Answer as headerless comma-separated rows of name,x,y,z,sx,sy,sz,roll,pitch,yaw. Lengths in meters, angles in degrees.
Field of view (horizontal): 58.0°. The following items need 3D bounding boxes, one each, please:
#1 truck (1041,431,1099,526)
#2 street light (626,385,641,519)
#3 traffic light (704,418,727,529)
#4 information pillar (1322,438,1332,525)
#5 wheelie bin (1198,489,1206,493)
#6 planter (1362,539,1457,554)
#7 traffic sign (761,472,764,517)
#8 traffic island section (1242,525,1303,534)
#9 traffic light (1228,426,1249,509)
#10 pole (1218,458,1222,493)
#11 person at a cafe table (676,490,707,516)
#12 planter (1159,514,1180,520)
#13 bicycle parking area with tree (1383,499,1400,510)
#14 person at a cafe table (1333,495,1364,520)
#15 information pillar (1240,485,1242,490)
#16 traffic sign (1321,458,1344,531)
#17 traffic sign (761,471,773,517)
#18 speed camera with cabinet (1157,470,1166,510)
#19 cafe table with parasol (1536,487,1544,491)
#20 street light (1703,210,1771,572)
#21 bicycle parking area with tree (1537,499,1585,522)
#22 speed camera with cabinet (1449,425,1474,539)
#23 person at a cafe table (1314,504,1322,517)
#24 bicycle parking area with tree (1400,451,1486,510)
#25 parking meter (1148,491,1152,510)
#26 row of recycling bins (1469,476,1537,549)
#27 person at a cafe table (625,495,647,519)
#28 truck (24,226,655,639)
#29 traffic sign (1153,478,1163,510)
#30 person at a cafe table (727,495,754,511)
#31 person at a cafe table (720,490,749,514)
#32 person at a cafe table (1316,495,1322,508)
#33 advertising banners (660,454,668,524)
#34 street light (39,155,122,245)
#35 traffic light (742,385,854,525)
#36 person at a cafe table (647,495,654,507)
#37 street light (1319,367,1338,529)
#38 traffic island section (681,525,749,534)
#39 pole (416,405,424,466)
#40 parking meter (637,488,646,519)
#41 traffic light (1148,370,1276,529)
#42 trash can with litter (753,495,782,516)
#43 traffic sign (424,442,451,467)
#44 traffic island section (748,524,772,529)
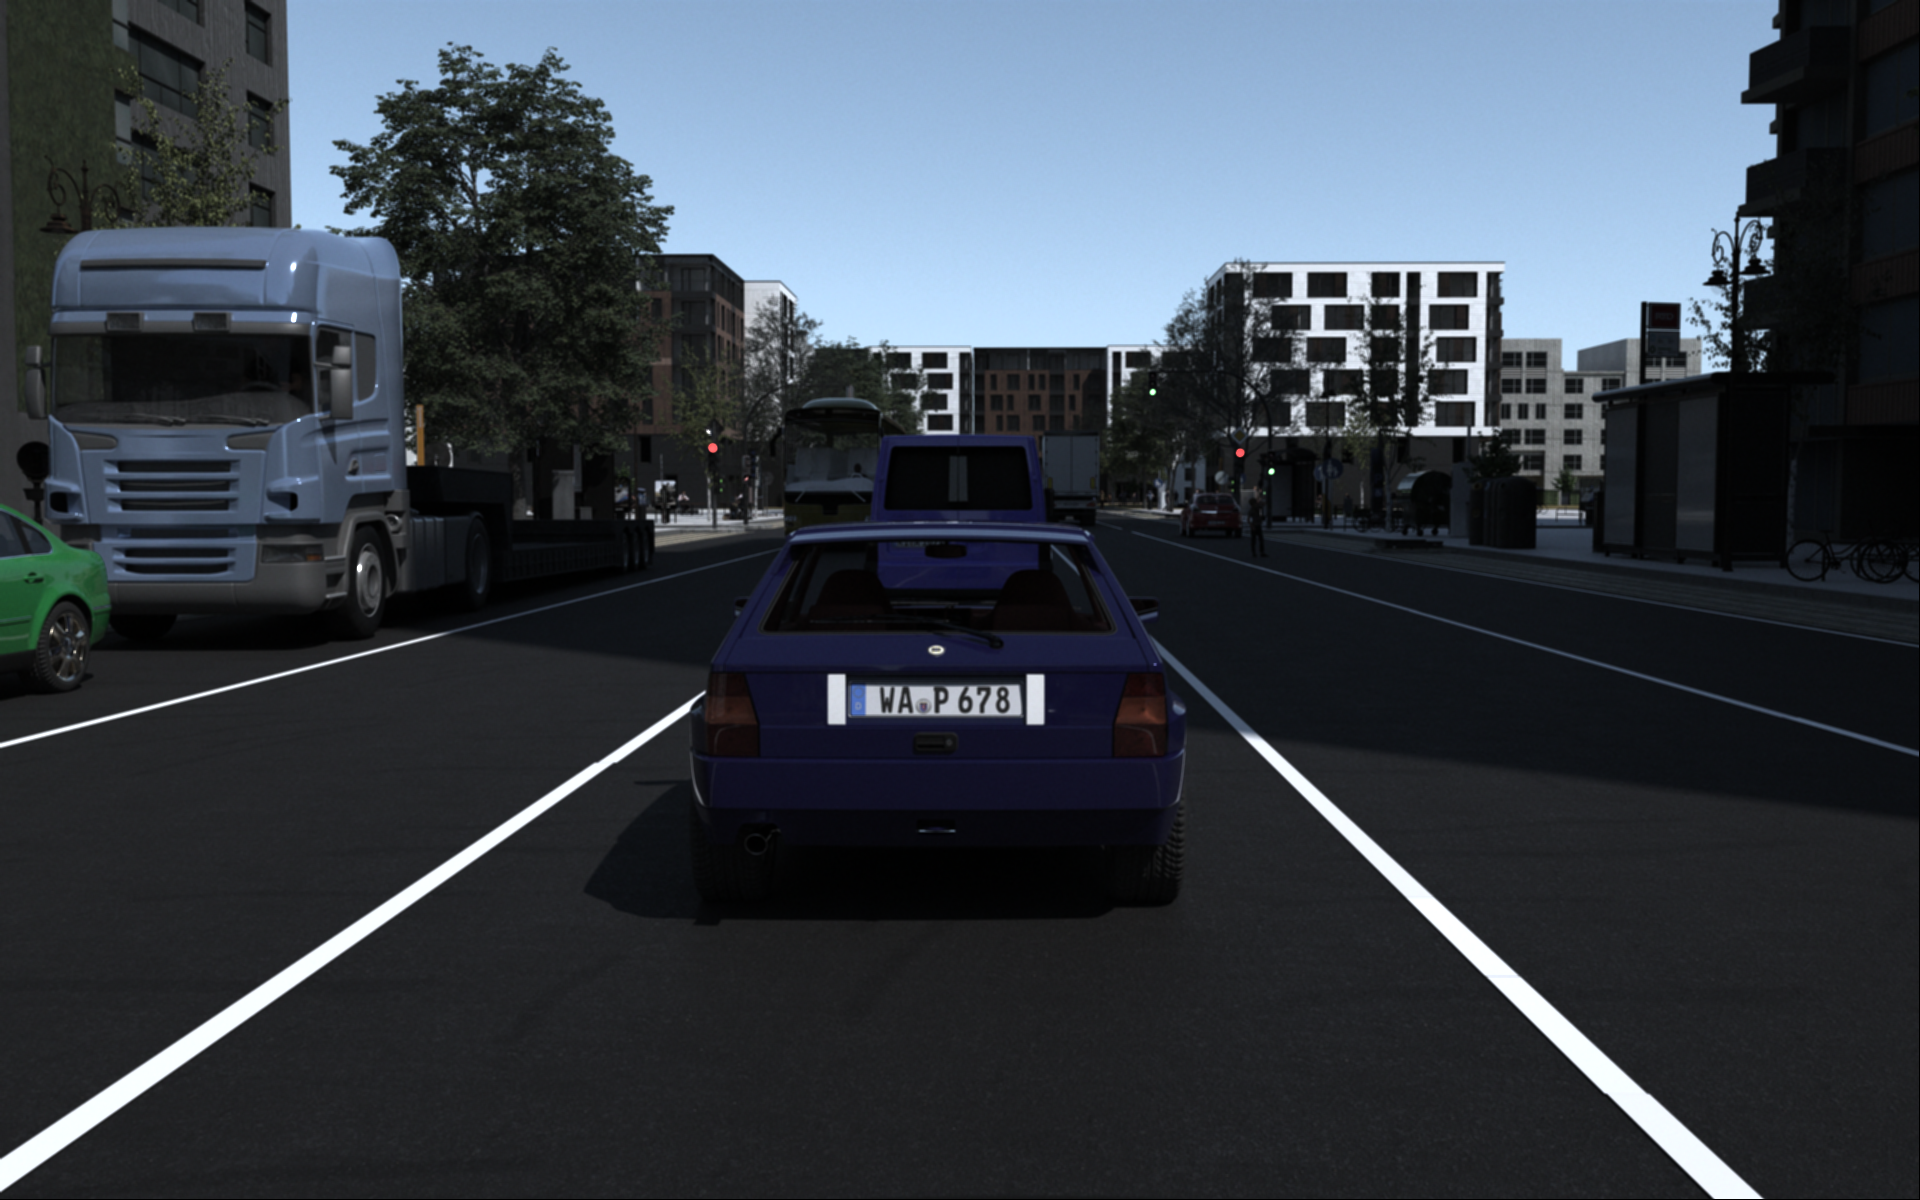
truck,5.141,-5.704,82.173,2.839,4.237,11.283,0,4,2
street light,-11.139,-5.302,59.480,0.468,5.910,1.993,0,4,1
traffic light,-9.068,-4.596,64.063,0.839,4.253,0.868,0,4,1
information pillar,15.285,-4.939,72.112,0.504,3.616,0.183,-3,5,-43
wheelie bin,16.231,-6.624,116.203,0.693,1.594,0.980,2,4,34
planter,10.924,-1.301,42.418,1.991,0.319,1.994,0,4,1
traffic sign,-11.187,-6.021,98.542,0.768,2.556,0.104,0,4,6
traffic island section,11.389,-2.536,63.751,2.009,0.180,2.903,0,4,1
traffic light,11.522,-5.058,71.621,0.839,4.253,0.868,0,4,1
pole,14.633,-6.332,97.367,0.158,3.312,0.155,0,3,0
person at a cafe table,-16.267,-5.806,103.438,1.622,1.524,1.698,2,4,28
planter,12.099,-4.602,96.387,1.991,0.319,1.994,0,4,1
bicycle parking area with tree,37.307,-8.938,133.130,9.016,4.147,8.231,-1,4,-16
person at a cafe table,19.291,-4.620,86.404,1.698,1.238,1.726,0,4,8
information pillar,16.191,-5.878,100.603,0.304,2.012,0.304,2,4,35
traffic sign,13.066,-3.714,60.836,0.768,2.556,0.104,0,4,7
traffic sign,-10.822,-5.923,96.949,0.768,2.556,0.104,0,4,6
speed camera with cabinet,16.790,-9.122,143.488,0.660,3.252,2.038,0,4,-2
cafe table with parasol,29.047,-5.212,90.081,2.610,1.966,2.610,-3,5,-44
street light,12.712,-3.407,28.500,0.468,5.910,1.993,0,4,1
bicycle parking area with tree,31.826,-5.567,78.024,8.231,4.147,9.016,0,4,-2
speed camera with cabinet,14.665,-3.448,50.713,0.660,3.252,2.038,1,4,15
person at a cafe table,19.502,-5.459,97.766,1.622,1.524,1.698,-3,4,-37
bicycle parking area with tree,35.462,-7.929,116.640,9.016,4.147,8.231,2,4,30
parking meter,15.447,-8.100,140.837,0.372,1.533,0.369,0,3,0
row of recycling bins,13.192,-2.137,42.045,1.069,1.692,3.534,0,4,3
person at a cafe table,-15.861,-4.337,81.775,1.726,1.238,1.698,-1,4,-18
truck,-7.057,-2.096,24.032,2.967,4.110,18.799,0,4,0
traffic sign,15.896,-8.495,139.003,0.768,2.556,0.104,0,4,4
person at a cafe table,-15.489,-6.754,121.286,1.698,1.238,1.726,2,4,25
person at a cafe table,-14.277,-6.288,111.318,1.622,1.524,1.698,2,4,32
person at a cafe table,29.514,-8.145,144.025,1.726,1.238,1.698,-1,4,-12
advertising banners,-12.814,-4.816,74.921,0.090,3.025,2.074,-1,4,-15
street light,-12.084,-3.137,24.082,0.468,5.910,1.993,0,4,1
traffic light,-6.802,-5.955,72.036,4.771,5.953,1.251,0,4,1
person at a cafe table,-26.280,-8.235,145.503,1.698,1.238,1.726,-1,4,-14
street light,13.398,-5.530,63.197,0.468,5.910,1.993,0,4,1
traffic island section,-9.108,-2.564,64.198,2.009,0.180,2.903,0,4,1
pole,-12.338,-2.801,39.637,0.158,3.312,0.155,0,3,0
parking meter,-13.191,-3.874,71.745,0.372,1.533,0.369,0,3,0
traffic light,9.255,-5.436,63.542,4.771,5.953,1.251,0,4,1
trash can with litter,-11.202,-5.466,100.428,2.233,1.210,1.678,-2,4,-34
traffic sign,-12.838,-2.590,42.447,0.768,2.556,0.104,1,4,10
traffic island section,-8.935,-3.052,72.181,2.009,0.180,2.903,0,4,1
